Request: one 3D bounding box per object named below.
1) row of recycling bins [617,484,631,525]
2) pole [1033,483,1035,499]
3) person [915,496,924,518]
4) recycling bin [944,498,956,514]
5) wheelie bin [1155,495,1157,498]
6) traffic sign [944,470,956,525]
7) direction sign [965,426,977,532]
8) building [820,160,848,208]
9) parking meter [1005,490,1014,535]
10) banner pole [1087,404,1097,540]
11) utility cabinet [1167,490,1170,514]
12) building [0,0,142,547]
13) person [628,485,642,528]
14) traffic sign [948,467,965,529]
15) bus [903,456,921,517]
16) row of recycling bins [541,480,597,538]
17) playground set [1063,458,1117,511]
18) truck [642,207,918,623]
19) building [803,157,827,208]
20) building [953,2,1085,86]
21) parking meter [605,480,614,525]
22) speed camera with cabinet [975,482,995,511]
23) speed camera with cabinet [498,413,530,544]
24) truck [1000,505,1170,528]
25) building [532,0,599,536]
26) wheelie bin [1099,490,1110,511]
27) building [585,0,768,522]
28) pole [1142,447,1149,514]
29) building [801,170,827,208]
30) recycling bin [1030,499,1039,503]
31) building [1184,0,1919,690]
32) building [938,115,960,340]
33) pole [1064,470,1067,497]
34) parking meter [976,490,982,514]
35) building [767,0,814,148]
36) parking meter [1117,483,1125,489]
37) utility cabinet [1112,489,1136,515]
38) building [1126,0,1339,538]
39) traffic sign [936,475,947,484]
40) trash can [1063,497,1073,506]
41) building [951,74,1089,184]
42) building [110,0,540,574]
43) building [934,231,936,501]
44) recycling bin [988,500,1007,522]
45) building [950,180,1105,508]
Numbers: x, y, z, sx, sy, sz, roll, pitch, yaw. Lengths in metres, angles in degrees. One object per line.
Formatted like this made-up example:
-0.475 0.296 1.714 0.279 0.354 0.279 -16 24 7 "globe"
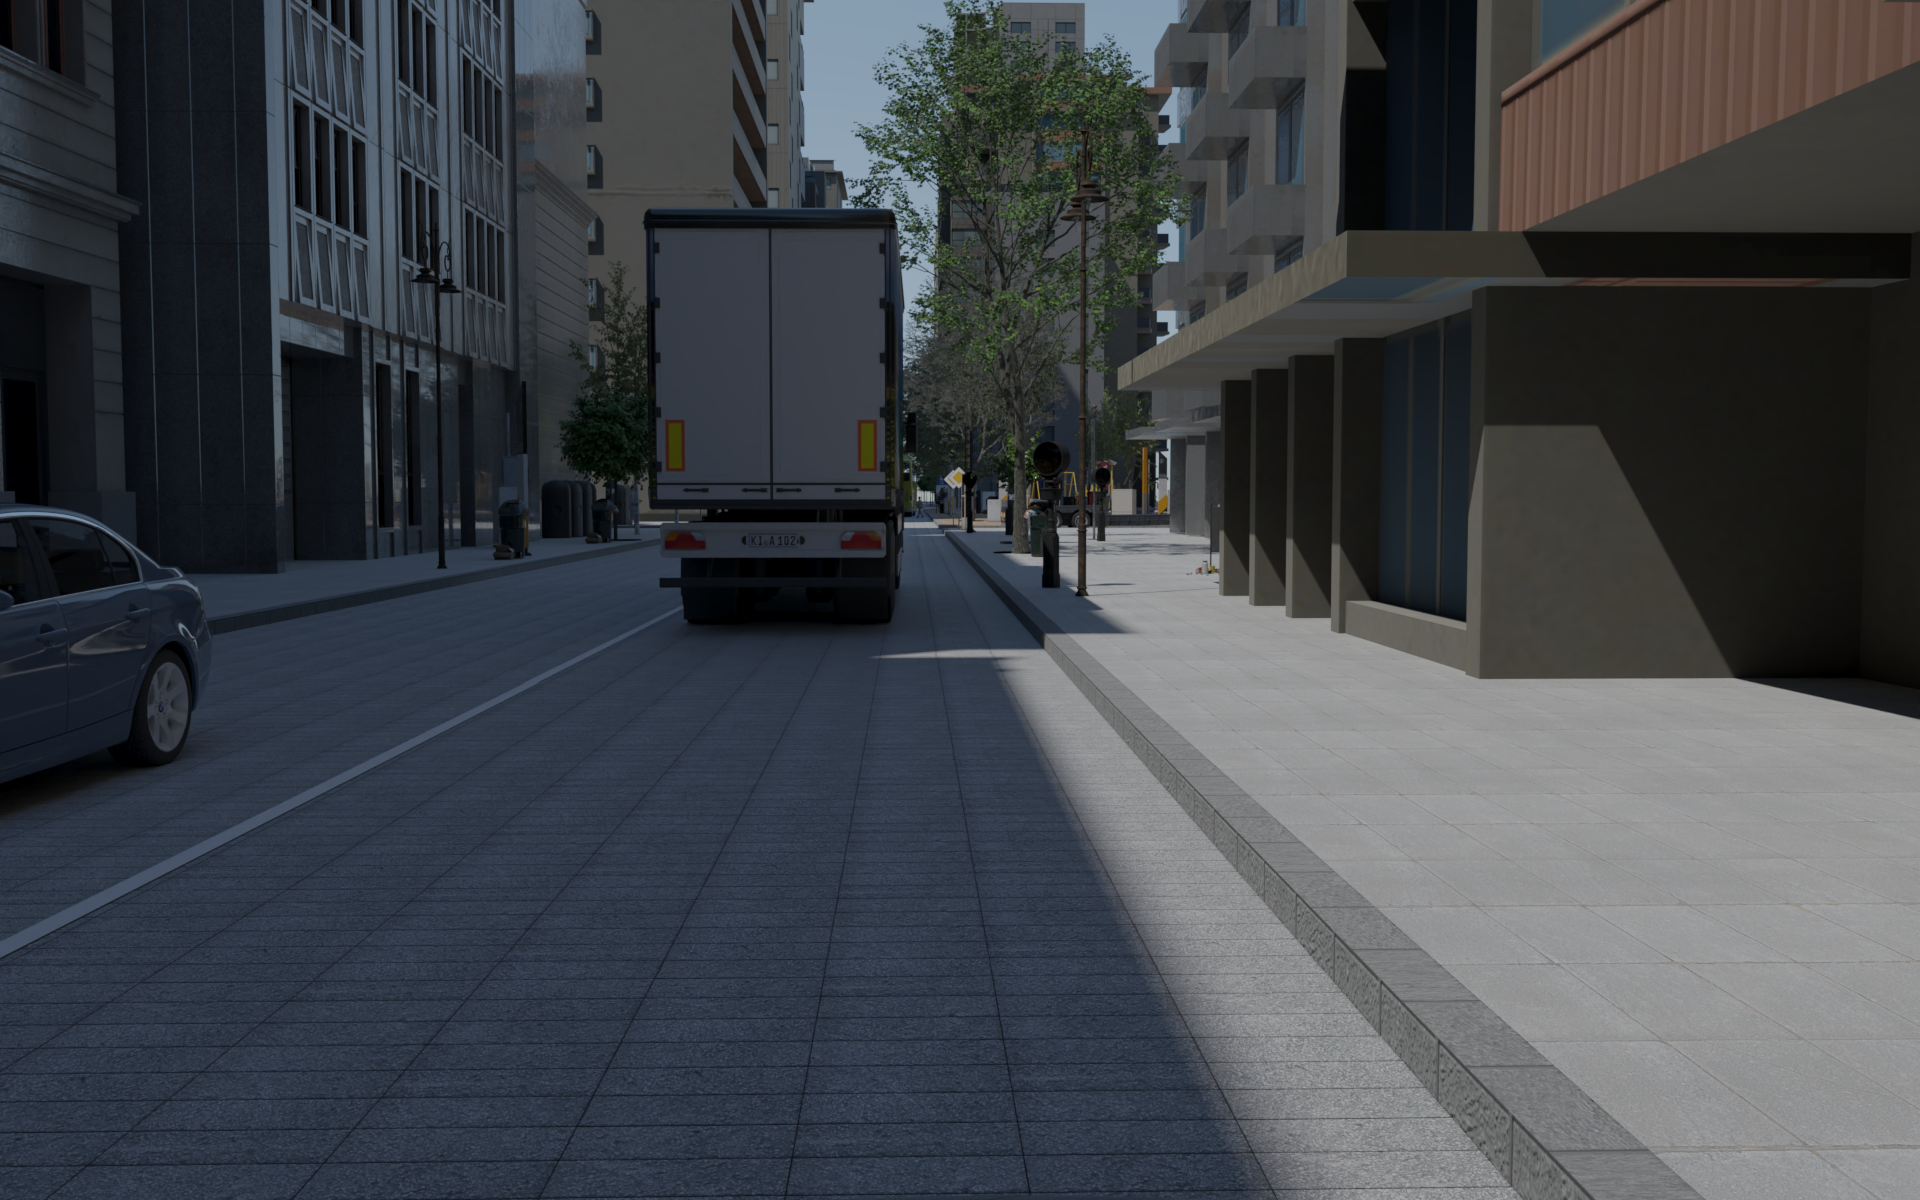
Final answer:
-14.384 -4.043 73.216 1.069 1.692 3.534 0 4 -7 "row of recycling bins"
6.199 -9.220 144.592 0.158 3.312 0.155 0 3 0 "pole"
-2.409 -5.514 102.927 0.640 1.303 0.475 2 4 29 "person"
-0.660 -6.092 112.153 0.722 1.027 0.722 0 4 -3 "recycling bin"
14.586 -7.644 132.887 0.980 1.594 0.693 -1 4 -11 "wheelie bin"
-0.275 -4.172 71.858 0.795 2.450 0.064 0 4 -2 "traffic sign"
0.370 -4.042 58.088 0.379 3.537 0.876 2 4 26 "direction sign"
-32.434 -41.965 275.373 28.713 52.752 27.495 0 4 -2 "building"
1.601 -2.793 54.069 0.372 1.533 0.369 0 3 0 "parking meter"
3.697 -3.557 48.168 0.401 3.779 0.863 1 4 15 "banner pole"
11.078 -4.820 87.488 1.173 1.500 0.318 0 4 2 "utility cabinet"
-18.691 -13.910 14.826 14.401 28.519 23.554 0 4 -2 "building"
-12.602 -3.582 67.265 0.583 1.804 0.606 -1 4 -12 "person"
-0.040 -3.684 63.876 0.795 2.450 0.064 0 4 -2 "traffic sign"
-4.134 -7.306 111.002 2.896 3.916 12.252 0 4 0 "bus"
-11.620 -2.732 51.781 1.069 1.692 3.534 0 4 4 "row of recycling bins"
10.850 -8.983 133.648 5.637 4.214 5.302 0 4 2 "playground set"
-1.981 -2.060 22.600 2.839 4.237 11.283 0 4 -1 "truck"
-30.237 -38.326 246.231 23.786 49.044 30.456 0 4 -2 "building"
7.242 -50.140 258.044 20.563 71.187 20.611 0 4 -2 "building"
-14.288 -3.985 70.864 0.255 1.863 0.399 2 4 27 "parking meter"
1.364 -7.551 117.796 2.038 3.252 0.660 -2 4 -24 "speed camera with cabinet"
-10.739 -2.897 41.694 0.660 3.252 2.038 -1 4 -10 "speed camera with cabinet"
11.024 -4.754 67.490 18.799 4.110 2.967 0 4 -2 "truck"
-24.978 -15.751 54.796 25.104 27.353 12.463 0 4 -2 "building"
10.745 -7.402 128.936 0.980 1.594 0.693 3 5 42 "wheelie bin"
-21.396 -28.446 88.793 21.300 48.544 21.600 0 4 -2 "building"
8.083 -5.012 75.785 0.158 3.312 0.155 0 3 0 "pole"
-23.677 -32.374 212.910 14.154 41.232 14.086 0 4 -2 "building"
3.643 -4.651 88.595 0.722 1.027 0.722 1 4 15 "recycling bin"
13.284 -21.642 8.466 22.147 44.769 28.867 0 4 -2 "building"
8.217 -35.859 210.001 21.300 48.544 21.600 0 4 -2 "building"
8.307 -8.730 136.580 0.158 3.312 0.155 0 3 0 "pole"
1.232 -6.459 114.021 0.372 1.533 0.369 0 3 0 "parking meter"
-28.386 -34.923 160.224 28.713 52.752 27.495 0 4 -2 "building"
8.586 -5.302 92.394 0.399 1.863 0.255 -3 4 -38 "parking meter"
7.400 -4.243 78.048 1.173 1.500 0.318 3 5 44 "utility cabinet"
17.411 -26.083 46.064 23.786 49.044 30.456 0 4 -2 "building"
-1.249 -7.229 118.308 0.768 2.556 0.104 0 4 5 "traffic sign"
6.360 -5.500 101.579 0.748 1.137 0.748 0 3 0 "trash can"
10.305 -32.438 184.980 22.147 44.769 28.867 0 4 -2 "building"
-17.257 -13.381 36.799 12.078 24.808 19.932 0 4 -2 "building"
6.378 -41.090 295.525 21.300 48.544 21.600 0 4 -2 "building"
1.732 -4.094 79.488 0.722 1.027 0.722 2 4 28 "recycling bin"
6.066 -23.979 163.763 14.160 30.474 14.107 0 4 -2 "building"
